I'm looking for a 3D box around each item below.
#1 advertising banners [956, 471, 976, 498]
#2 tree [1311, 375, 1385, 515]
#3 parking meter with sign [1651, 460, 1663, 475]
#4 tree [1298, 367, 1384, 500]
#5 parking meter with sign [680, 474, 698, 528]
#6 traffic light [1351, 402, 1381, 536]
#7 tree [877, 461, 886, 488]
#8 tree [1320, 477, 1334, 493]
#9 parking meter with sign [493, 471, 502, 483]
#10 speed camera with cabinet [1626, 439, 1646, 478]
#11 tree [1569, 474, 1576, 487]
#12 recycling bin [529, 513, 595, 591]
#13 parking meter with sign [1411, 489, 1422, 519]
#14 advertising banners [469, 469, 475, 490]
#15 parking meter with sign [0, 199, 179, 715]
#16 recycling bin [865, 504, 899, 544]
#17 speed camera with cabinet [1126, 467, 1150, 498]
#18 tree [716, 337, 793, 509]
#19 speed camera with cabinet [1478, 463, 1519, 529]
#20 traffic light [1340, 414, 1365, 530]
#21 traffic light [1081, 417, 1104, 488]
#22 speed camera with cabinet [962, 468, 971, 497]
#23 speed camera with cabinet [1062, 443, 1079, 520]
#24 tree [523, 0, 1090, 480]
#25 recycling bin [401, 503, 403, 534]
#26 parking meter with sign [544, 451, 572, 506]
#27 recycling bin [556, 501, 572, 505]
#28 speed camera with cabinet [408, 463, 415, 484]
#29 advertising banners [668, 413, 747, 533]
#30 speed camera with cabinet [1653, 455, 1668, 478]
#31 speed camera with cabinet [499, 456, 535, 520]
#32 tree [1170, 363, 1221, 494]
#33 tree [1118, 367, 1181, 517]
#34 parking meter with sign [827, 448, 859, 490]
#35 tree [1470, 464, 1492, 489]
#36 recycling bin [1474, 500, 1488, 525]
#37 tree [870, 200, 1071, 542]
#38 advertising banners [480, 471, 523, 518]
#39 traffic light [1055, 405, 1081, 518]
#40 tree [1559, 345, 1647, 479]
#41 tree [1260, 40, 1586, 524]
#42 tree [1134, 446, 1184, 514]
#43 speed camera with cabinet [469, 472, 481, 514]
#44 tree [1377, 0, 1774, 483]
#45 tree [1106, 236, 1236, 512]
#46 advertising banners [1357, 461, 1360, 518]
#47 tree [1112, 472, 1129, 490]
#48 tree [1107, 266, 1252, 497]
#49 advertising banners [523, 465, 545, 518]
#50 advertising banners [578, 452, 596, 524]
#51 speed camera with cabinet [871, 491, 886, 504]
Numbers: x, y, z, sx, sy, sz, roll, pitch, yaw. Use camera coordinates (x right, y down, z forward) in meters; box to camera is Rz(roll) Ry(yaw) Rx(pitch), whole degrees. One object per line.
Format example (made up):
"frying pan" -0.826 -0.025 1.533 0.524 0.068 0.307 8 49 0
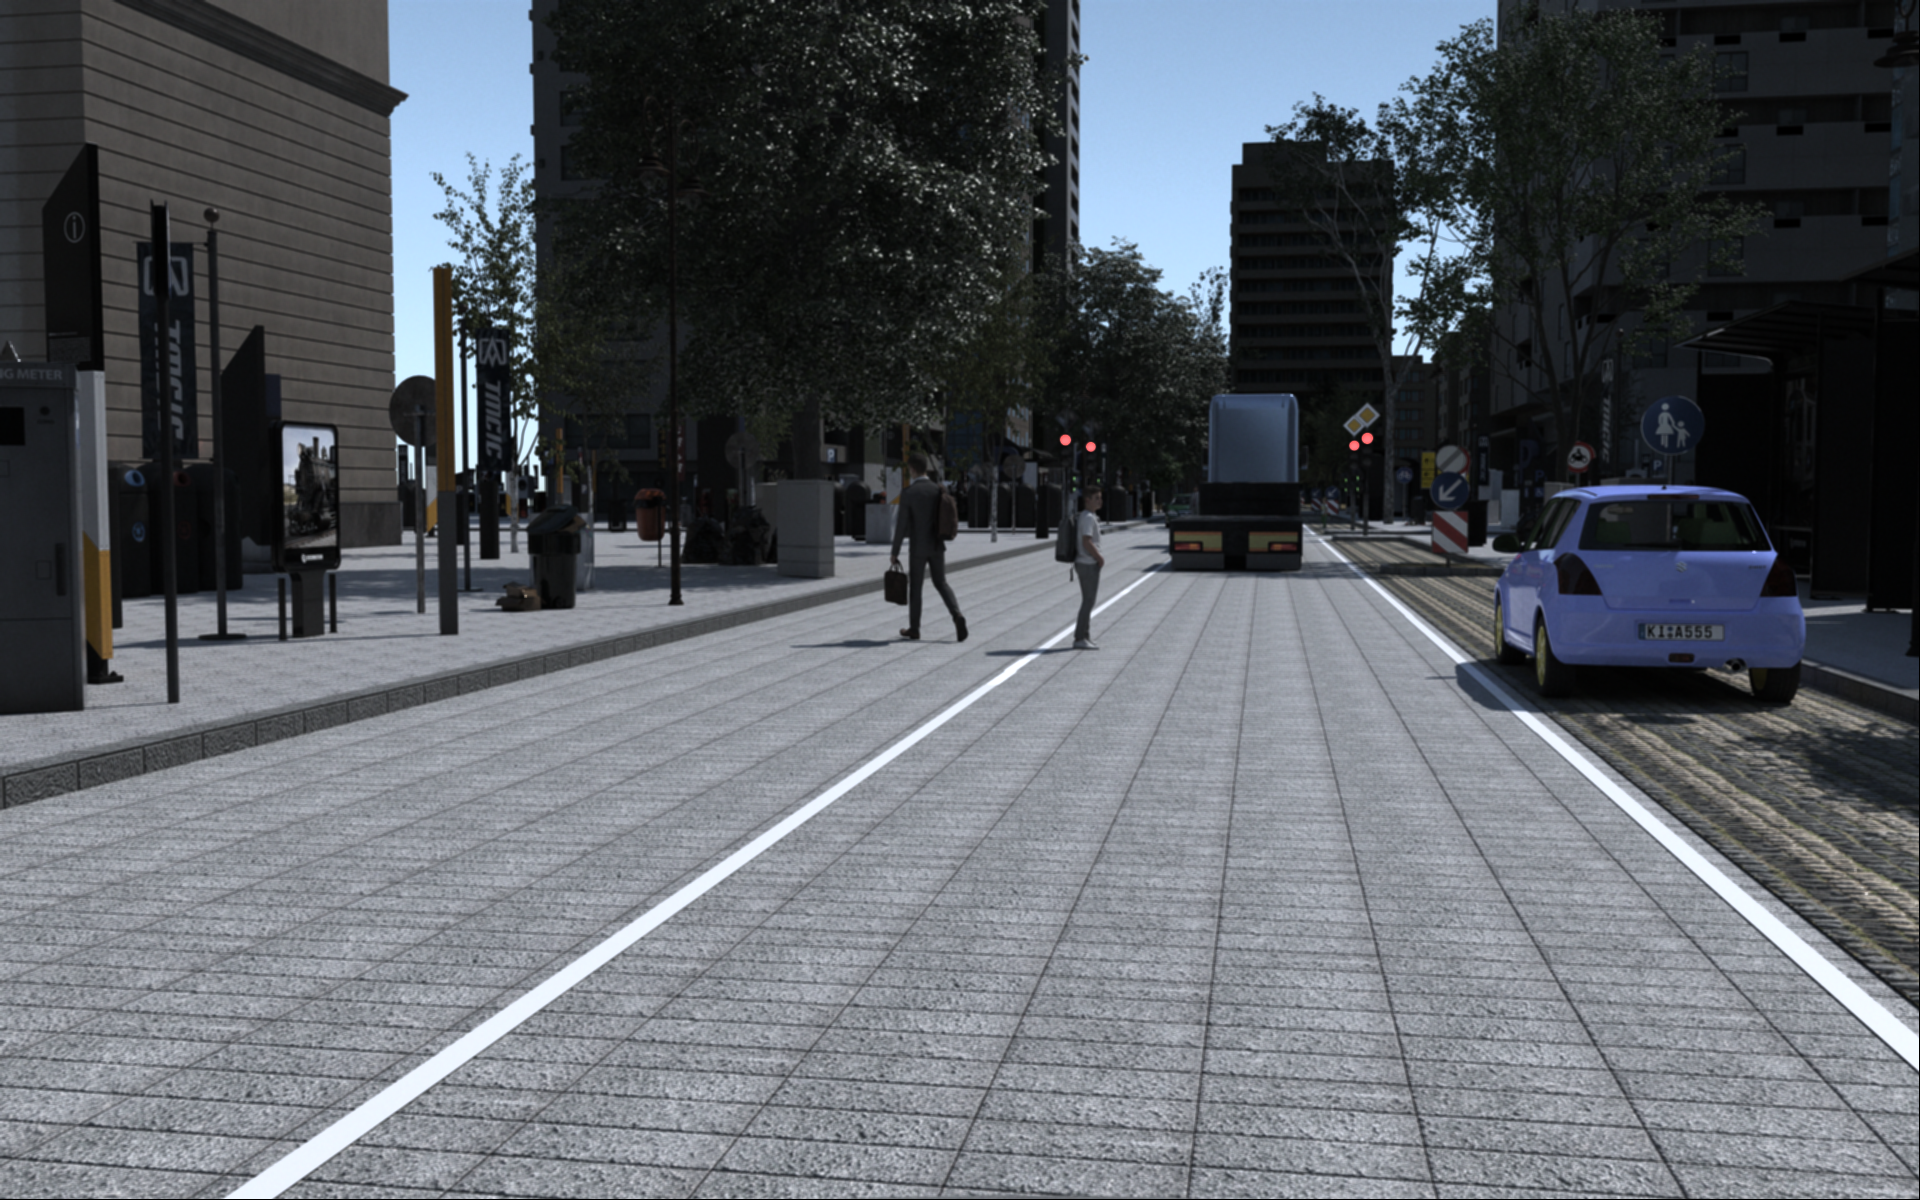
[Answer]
"advertising banners" 0.474 -8.088 128.422 0.090 3.025 2.074 -3 5 -44
"tree" 23.632 -9.485 105.446 4.737 8.622 4.395 0 3 0
"parking meter with sign" 35.428 -5.662 88.831 0.543 3.016 1.738 0 4 2
"tree" 27.356 -11.746 126.456 8.767 10.594 7.601 -2 4 -30
"parking meter with sign" -9.819 -4.283 66.286 1.738 3.016 0.543 -2 4 -25
"traffic light" 12.453 -3.929 53.154 0.839 4.253 0.868 1 4 10
"tree" -3.299 -5.774 89.006 1.663 3.219 1.824 0 3 0
"tree" 37.318 -11.082 175.791 1.663 3.219 1.824 0 3 0
"parking meter with sign" -27.769 -6.510 102.699 0.543 3.016 1.738 1 4 9
"speed camera with cabinet" 23.802 -4.194 62.912 2.038 3.252 0.660 1 4 22
"tree" 31.087 -5.826 89.859 1.663 3.219 1.824 0 3 0
"recycling bin" -5.335 -0.652 23.221 0.722 1.027 0.722 0 4 1
"parking meter with sign" 24.093 -5.673 89.011 1.738 3.016 0.543 2 4 33
"advertising banners" -34.168 -7.497 118.762 2.074 3.025 0.090 -3 5 -41
"parking meter with sign" -5.589 -0.854 10.221 1.738 3.016 0.543 -1 4 -23
"recycling bin" -1.990 -1.979 44.918 0.722 1.027 0.722 1 4 22
"speed camera with cabinet" 10.925 -7.039 109.424 2.038 3.252 0.660 1 4 14
"tree" -8.856 -7.676 75.861 4.737 8.622 4.395 0 3 0
"speed camera with cabinet" 20.141 -4.260 63.988 0.660 3.252 2.038 -2 4 -31
"traffic light" 13.846 -4.410 61.018 0.839 4.253 0.868 1 4 10
"traffic light" 4.772 -4.507 62.602 0.839 4.253 0.868 1 4 10
"speed camera with cabinet" 0.417 -8.333 130.587 0.660 3.252 2.038 3 5 45
"speed camera with cabinet" 4.289 -4.483 67.635 0.660 3.252 2.038 0 4 2
"tree" -2.503 -7.451 28.476 9.857 13.997 8.962 0 3 0
"recycling bin" -18.533 -2.669 56.188 0.722 1.027 0.722 -2 4 -32
"parking meter with sign" -16.035 -4.531 70.339 0.543 3.016 1.738 2 4 33
"recycling bin" -15.215 -3.350 67.320 0.722 1.027 0.722 1 4 21
"speed camera with cabinet" -34.886 -7.003 108.832 0.660 3.252 2.038 2 4 32
"advertising banners" -5.366 -2.466 36.513 2.074 3.025 0.090 2 4 29
"speed camera with cabinet" 32.220 -5.290 80.825 0.660 3.252 2.038 -2 4 -25
"speed camera with cabinet" -22.169 -5.626 86.315 2.038 3.252 0.660 2 4 27
"tree" 20.727 -15.108 157.383 12.009 13.543 11.850 0 3 0
"tree" 10.344 -9.018 97.806 4.360 8.622 3.978 0 3 0
"parking meter with sign" -4.253 -4.313 66.781 1.738 3.016 0.543 -3 5 -39
"tree" 29.802 -6.320 97.929 1.663 3.219 1.824 0 3 0
"recycling bin" 21.338 -3.610 71.577 0.722 1.027 0.722 -3 5 -41
"tree" -0.322 -5.364 38.068 4.737 8.622 4.395 0 3 0
"advertising banners" -23.889 -5.729 89.857 2.074 3.025 0.090 0 4 -6
"traffic light" 3.380 -4.026 54.739 0.839 4.253 0.868 1 4 10
"tree" 31.585 -8.220 84.757 4.360 8.622 3.978 0 3 0
"tree" 19.342 -13.239 72.339 12.611 20.169 13.585 0 3 0
"tree" 12.990 -7.970 114.016 4.285 4.588 4.351 0 3 0
"speed camera with cabinet" -30.876 -7.087 110.207 0.660 3.252 2.038 2 4 31
"tree" 12.566 -6.725 35.715 9.928 11.665 9.643 0 3 0
"tree" 7.454 -10.941 85.543 9.857 13.997 8.962 0 3 0
"advertising banners" 21.697 -5.929 93.133 0.090 3.025 2.074 2 4 35
"tree" 12.302 -8.565 134.645 1.663 3.219 1.824 0 3 0
"tree" 19.191 -17.569 143.135 12.611 20.169 13.585 0 3 0
"advertising banners" -23.421 -5.918 92.951 2.074 3.025 0.090 0 4 7
"advertising banners" -15.765 -4.708 73.157 0.090 3.025 2.074 0 4 6
"speed camera with cabinet" -3.409 -5.585 85.656 2.038 3.252 0.660 0 4 1
